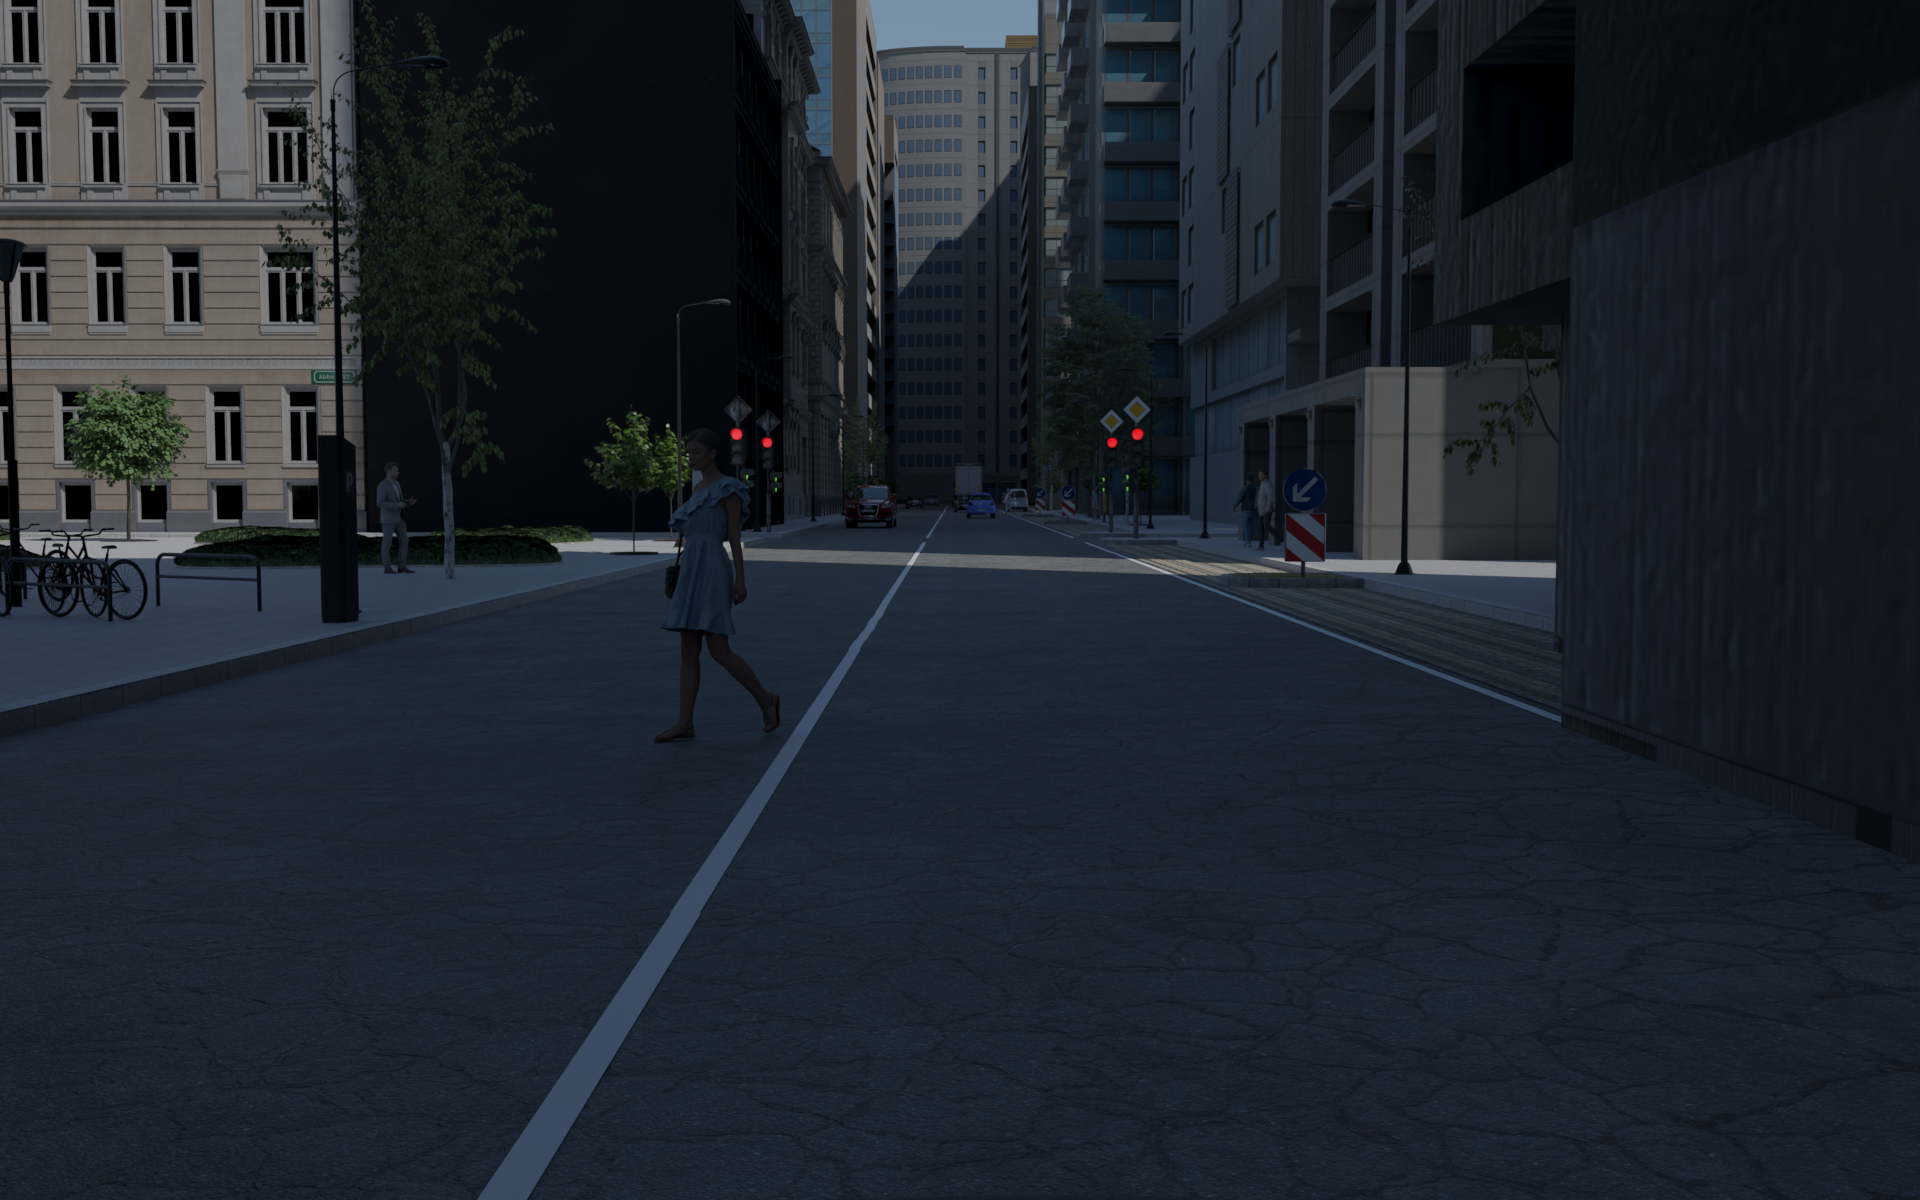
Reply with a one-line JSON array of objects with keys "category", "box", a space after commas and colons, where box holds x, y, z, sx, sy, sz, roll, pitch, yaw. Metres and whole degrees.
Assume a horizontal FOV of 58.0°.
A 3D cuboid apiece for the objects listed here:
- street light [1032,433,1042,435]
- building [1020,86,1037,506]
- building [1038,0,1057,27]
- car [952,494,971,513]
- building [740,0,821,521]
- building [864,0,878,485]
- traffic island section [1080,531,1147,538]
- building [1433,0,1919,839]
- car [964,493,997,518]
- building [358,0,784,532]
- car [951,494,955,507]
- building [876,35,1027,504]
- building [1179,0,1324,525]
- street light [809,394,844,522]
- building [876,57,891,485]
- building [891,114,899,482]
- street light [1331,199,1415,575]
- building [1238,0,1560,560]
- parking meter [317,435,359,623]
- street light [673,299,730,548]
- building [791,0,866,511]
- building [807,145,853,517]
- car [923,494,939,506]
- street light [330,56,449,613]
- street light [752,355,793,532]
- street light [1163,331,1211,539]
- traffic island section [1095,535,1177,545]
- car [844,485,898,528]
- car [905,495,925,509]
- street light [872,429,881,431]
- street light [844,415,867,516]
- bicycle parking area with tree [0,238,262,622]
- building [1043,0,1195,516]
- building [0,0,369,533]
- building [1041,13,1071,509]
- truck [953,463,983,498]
[{"category": "street light", "box": [6.185, -9.758, 132.083, 1.470, 5.913, 1.316, 0, 4, 0]}, {"category": "building", "box": [17.950, -35.094, 197.487, 21.300, 48.544, 21.600, 0, 4, 0]}, {"category": "building", "box": [18.155, -38.552, 172.323, 21.231, 58.520, 28.212, 0, 4, 0]}, {"category": "car", "box": [0.362, -7.704, 135.752, 2.009, 1.686, 4.222, 0, 4, -2]}, {"category": "building", "box": [-14.524, -18.179, 84.610, 14.401, 28.519, 23.554, 0, 4, 0]}, {"category": "building", "box": [-18.662, -32.621, 157.048, 21.300, 48.544, 21.600, 0, 4, 0]}, {"category": "traffic island section", "box": [5.053, -2.166, 57.700, 2.009, 0.180, 2.903, 0, 4, 0]}, {"category": "building", "box": [10.720, -14.688, 11.858, 14.160, 30.474, 14.107, 0, 4, 0]}, {"category": "car", "box": [1.240, -5.750, 103.607, 1.945, 1.707, 3.694, 0, 4, -1]}, {"category": "building", "box": [-13.601, -14.393, 65.010, 12.332, 23.373, 15.834, 0, 4, 0]}, {"category": "car", "box": [-0.085, -11.565, 198.875, 2.009, 1.686, 4.222, 0, 4, 0]}, {"category": "building", "box": [-1.322, -41.855, 226.320, 28.212, 58.520, 21.231, 0, 4, 0]}, {"category": "building", "box": [23.823, -29.497, 71.509, 27.495, 52.752, 28.713, 0, 4, 0]}, {"category": "street light", "box": [-6.263, -6.587, 80.240, 1.470, 5.913, 1.316, 0, 4, 0]}, {"category": "building", "box": [-14.809, -32.108, 175.070, 14.600, 45.320, 14.200, 0, 4, 0]}, {"category": "building", "box": [-14.444, -33.657, 200.397, 14.200, 45.320, 14.600, 0, 4, 0]}, {"category": "street light", "box": [6.548, -3.360, 27.471, 1.470, 5.913, 1.316, 0, 4, 0]}, {"category": "building", "box": [17.996, -36.556, 35.946, 20.563, 71.187, 20.611, 0, 4, 0]}, {"category": "parking meter", "box": [-6.223, -0.712, 17.347, 0.255, 1.863, 0.399, 0, 4, 3]}, {"category": "street light", "box": [-6.176, -4.214, 41.435, 1.470, 5.913, 1.316, 0, 4, 0]}, {"category": "building", "box": [-14.757, -29.914, 139.209, 14.600, 45.320, 14.200, 0, 4, 0]}, {"category": "building", "box": [-12.670, -17.012, 107.023, 11.050, 23.489, 19.941, 0, 4, 0]}, {"category": "car", "box": [-3.344, -11.602, 201.689, 2.014, 1.417, 4.499, 0, 3, 0]}, {"category": "street light", "box": [-6.116, -2.813, 18.529, 1.470, 5.913, 1.316, 0, 4, 0]}, {"category": "street light", "box": [-6.276, -5.234, 58.119, 1.470, 5.913, 1.316, 0, 4, 0]}, {"category": "street light", "box": [6.500, -4.713, 49.592, 1.470, 5.913, 1.316, 0, 4, 0]}, {"category": "traffic island section", "box": [5.073, -1.678, 49.715, 2.009, 0.180, 2.903, 0, 4, 0]}, {"category": "car", "box": [-3.787, -4.023, 74.446, 2.281, 1.827, 5.304, 0, 4, 1]}, {"category": "car", "box": [-4.397, -9.576, 169.152, 1.945, 1.354, 3.894, 0, 4, 1]}, {"category": "street light", "box": [-6.404, -9.293, 124.482, 1.470, 5.913, 1.316, 0, 4, 0]}, {"category": "street light", "box": [-6.361, -7.940, 102.361, 1.470, 5.913, 1.316, 0, 4, 0]}, {"category": "bicycle parking area with tree", "box": [-12.160, -1.864, 17.474, 9.016, 4.147, 8.231, 3, 5, 43]}, {"category": "building", "box": [17.974, -30.373, 116.207, 23.786, 49.044, 30.456, 0, 4, 0]}, {"category": "building", "box": [-29.552, -16.956, 63.129, 20.117, 28.700, 13.634, 0, 4, 0]}, {"category": "building", "box": [14.060, -28.625, 151.616, 14.154, 41.232, 14.086, 0, 4, 0]}, {"category": "truck", "box": [0.772, -10.702, 163.892, 2.839, 4.237, 11.283, 0, 3, 0]}]
